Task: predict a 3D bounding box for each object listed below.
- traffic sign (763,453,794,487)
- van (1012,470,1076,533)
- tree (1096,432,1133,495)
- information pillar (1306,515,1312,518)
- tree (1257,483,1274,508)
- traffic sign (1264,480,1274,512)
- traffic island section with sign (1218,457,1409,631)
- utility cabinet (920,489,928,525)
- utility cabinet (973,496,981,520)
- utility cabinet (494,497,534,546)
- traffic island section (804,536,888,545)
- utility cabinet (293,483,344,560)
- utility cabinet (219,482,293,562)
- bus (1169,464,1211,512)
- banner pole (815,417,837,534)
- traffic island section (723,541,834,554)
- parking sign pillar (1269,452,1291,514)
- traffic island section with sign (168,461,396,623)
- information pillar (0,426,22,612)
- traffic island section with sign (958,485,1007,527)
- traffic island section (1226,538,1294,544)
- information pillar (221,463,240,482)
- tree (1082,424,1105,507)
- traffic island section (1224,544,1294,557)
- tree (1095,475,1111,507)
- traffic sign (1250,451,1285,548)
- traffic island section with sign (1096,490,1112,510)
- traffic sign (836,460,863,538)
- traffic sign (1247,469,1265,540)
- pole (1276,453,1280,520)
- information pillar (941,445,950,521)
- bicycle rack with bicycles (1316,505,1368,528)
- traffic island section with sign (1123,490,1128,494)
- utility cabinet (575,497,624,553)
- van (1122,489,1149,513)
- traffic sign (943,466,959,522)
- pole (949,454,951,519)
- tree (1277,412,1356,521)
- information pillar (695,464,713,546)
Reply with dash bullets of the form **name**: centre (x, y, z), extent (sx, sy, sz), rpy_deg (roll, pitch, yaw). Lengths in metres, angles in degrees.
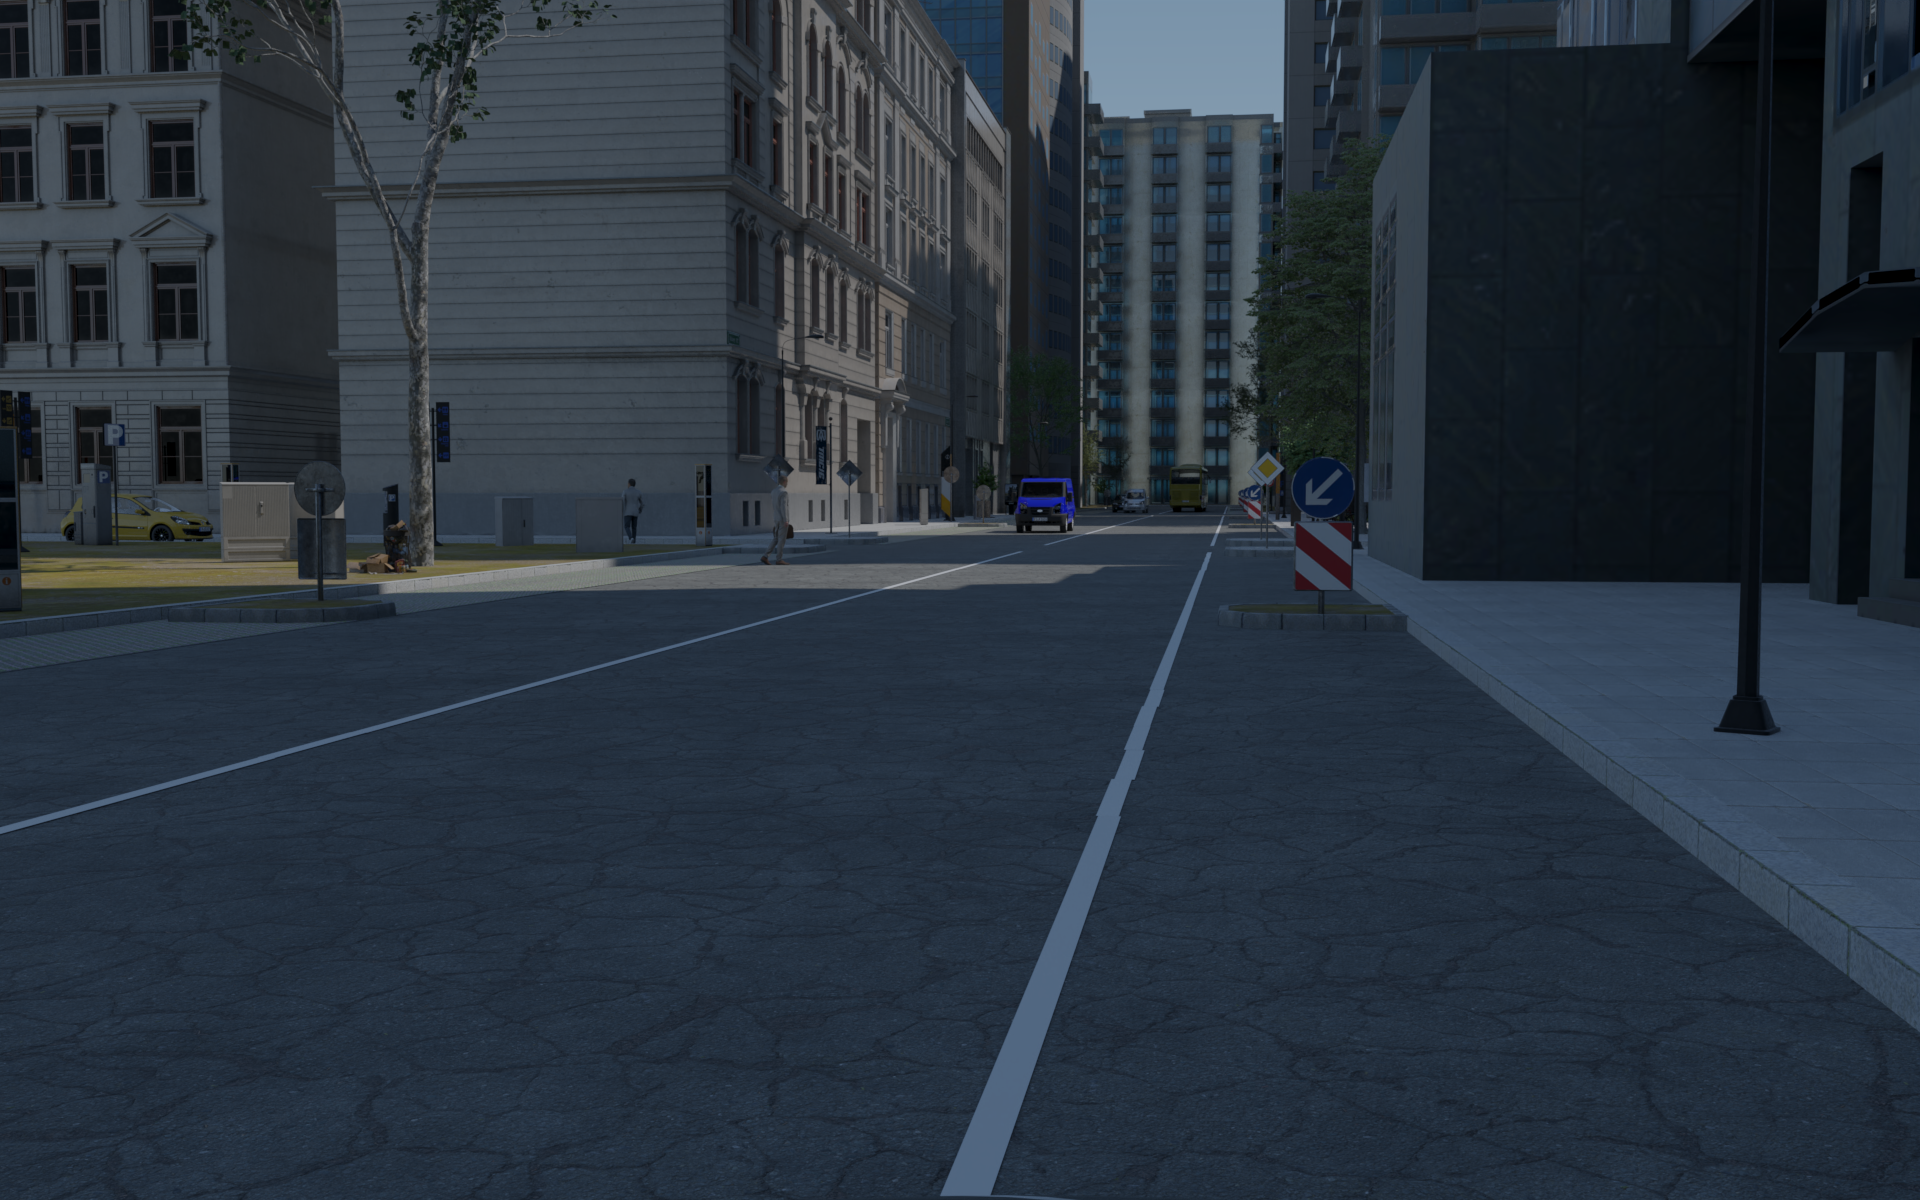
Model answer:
- **traffic sign**: centre (-4.466, -2.385, 42.630), extent (0.795, 2.450, 0.064), rpy_deg (1, 4, 9)
- **van**: centre (3.236, -3.729, 65.353), extent (2.240, 2.365, 5.245), rpy_deg (0, 4, 8)
- **tree**: centre (18.194, -15.388, 201.948), extent (4.360, 8.622, 3.978), rpy_deg (0, 3, 0)
- **information pillar**: centre (18.517, -5.335, 91.714), extent (0.304, 2.012, 0.304), rpy_deg (1, 4, 15)
- **tree**: centre (29.852, -10.872, 172.364), extent (1.663, 3.219, 1.824), rpy_deg (0, 3, 0)
- **traffic sign**: centre (21.602, -7.409, 121.244), extent (0.768, 2.556, 0.104), rpy_deg (1, 4, 13)
- **traffic island section with sign**: centre (3.875, -0.647, 19.211), extent (1.989, 1.847, 2.006), rpy_deg (1, 4, 9)
- **utility cabinet**: centre (-1.519, -3.880, 72.113), extent (0.318, 1.500, 1.173), rpy_deg (0, 4, -4)
- **utility cabinet**: centre (0.858, -4.630, 86.863), extent (0.306, 1.237, 1.020), rpy_deg (0, 4, -5)
- **utility cabinet**: centre (-11.053, -1.946, 42.987), extent (0.306, 1.237, 1.020), rpy_deg (2, 4, 33)
- **traffic island section**: centre (-3.252, -1.731, 50.584), extent (2.009, 0.180, 2.903), rpy_deg (1, 4, 9)
- **utility cabinet**: centre (-12.441, -1.505, 33.279), extent (1.173, 1.500, 0.318), rpy_deg (1, 4, 15)
- **utility cabinet**: centre (-13.271, -1.464, 32.613), extent (1.173, 1.500, 0.318), rpy_deg (-2, 4, -31)
- **bus**: centre (18.648, -9.112, 140.534), extent (2.896, 3.916, 12.252), rpy_deg (1, 4, 11)
- **banner pole**: centre (-4.362, -4.041, 56.092), extent (0.863, 3.779, 0.401), rpy_deg (-3, 5, -43)
- **traffic island section**: centre (-4.490, -1.249, 42.695), extent (2.009, 0.180, 2.903), rpy_deg (1, 4, 9)
- **parking sign pillar**: centre (20.456, -7.465, 110.522), extent (1.447, 3.967, 1.447), rpy_deg (0, 4, -1)
- **traffic island section with sign**: centre (-7.701, -0.700, 20.072), extent (1.989, 1.847, 2.006), rpy_deg (1, 4, 9)
- **information pillar**: centre (-10.467, -0.881, 18.897), extent (0.304, 2.012, 0.304), rpy_deg (-3, 5, -44)
- **traffic island section with sign**: centre (1.022, -4.098, 75.636), extent (1.989, 1.847, 2.006), rpy_deg (1, 4, 9)
- **traffic island section**: centre (8.496, -1.618, 48.741), extent (2.009, 0.180, 2.903), rpy_deg (1, 4, 9)
- **information pillar**: centre (-17.399, -2.254, 41.339), extent (0.304, 2.012, 0.304), rpy_deg (1, 4, 10)
- **tree**: centre (12.470, -13.514, 171.312), extent (4.737, 8.622, 4.395), rpy_deg (0, 3, 0)
- **traffic island section**: centre (7.257, -1.136, 40.852), extent (2.009, 0.180, 2.903), rpy_deg (1, 4, 9)
- **tree**: centre (14.672, -11.173, 177.282), extent (1.663, 3.219, 1.824), rpy_deg (0, 3, 0)
- **traffic sign**: centre (7.232, -2.271, 40.779), extent (0.795, 2.450, 0.064), rpy_deg (1, 4, 9)
- **traffic island section with sign**: centre (12.943, -8.740, 151.529), extent (1.989, 1.847, 2.006), rpy_deg (1, 4, 9)
- **traffic sign**: centre (-3.227, -2.867, 50.518), extent (0.795, 2.450, 0.064), rpy_deg (1, 4, 9)
- **traffic sign**: centre (8.471, -2.754, 48.667), extent (0.795, 2.450, 0.064), rpy_deg (1, 4, 9)
- **pole**: centre (15.759, -5.627, 85.838), extent (0.158, 3.312, 0.155), rpy_deg (0, 3, 0)
- **information pillar**: centre (-0.679, -5.625, 83.317), extent (0.504, 3.616, 0.183), rpy_deg (-2, 4, -29)
- **bicycle rack with bicycles**: centre (13.395, -2.773, 58.727), extent (2.925, 0.926, 2.852), rpy_deg (0, 4, 4)
- **traffic island section with sign**: centre (17.243, -10.417, 178.948), extent (1.989, 1.847, 2.006), rpy_deg (1, 4, 9)
- **utility cabinet**: centre (-7.940, -1.650, 38.143), extent (1.020, 1.237, 0.306), rpy_deg (-1, 4, -12)
- **van**: centre (13.161, -7.491, 129.481), extent (2.013, 2.044, 4.112), rpy_deg (1, 4, 10)
- **traffic sign**: centre (-0.404, -4.852, 79.439), extent (0.768, 2.556, 0.104), rpy_deg (1, 4, 16)
- **pole**: centre (-0.536, -5.793, 88.558), extent (0.158, 3.312, 0.155), rpy_deg (0, 3, 0)
- **tree**: centre (13.561, -4.972, 65.005), extent (4.285, 4.588, 4.351), rpy_deg (0, 3, 0)
- **information pillar**: centre (-6.286, -2.325, 42.501), extent (0.304, 2.012, 0.304), rpy_deg (2, 4, 27)
